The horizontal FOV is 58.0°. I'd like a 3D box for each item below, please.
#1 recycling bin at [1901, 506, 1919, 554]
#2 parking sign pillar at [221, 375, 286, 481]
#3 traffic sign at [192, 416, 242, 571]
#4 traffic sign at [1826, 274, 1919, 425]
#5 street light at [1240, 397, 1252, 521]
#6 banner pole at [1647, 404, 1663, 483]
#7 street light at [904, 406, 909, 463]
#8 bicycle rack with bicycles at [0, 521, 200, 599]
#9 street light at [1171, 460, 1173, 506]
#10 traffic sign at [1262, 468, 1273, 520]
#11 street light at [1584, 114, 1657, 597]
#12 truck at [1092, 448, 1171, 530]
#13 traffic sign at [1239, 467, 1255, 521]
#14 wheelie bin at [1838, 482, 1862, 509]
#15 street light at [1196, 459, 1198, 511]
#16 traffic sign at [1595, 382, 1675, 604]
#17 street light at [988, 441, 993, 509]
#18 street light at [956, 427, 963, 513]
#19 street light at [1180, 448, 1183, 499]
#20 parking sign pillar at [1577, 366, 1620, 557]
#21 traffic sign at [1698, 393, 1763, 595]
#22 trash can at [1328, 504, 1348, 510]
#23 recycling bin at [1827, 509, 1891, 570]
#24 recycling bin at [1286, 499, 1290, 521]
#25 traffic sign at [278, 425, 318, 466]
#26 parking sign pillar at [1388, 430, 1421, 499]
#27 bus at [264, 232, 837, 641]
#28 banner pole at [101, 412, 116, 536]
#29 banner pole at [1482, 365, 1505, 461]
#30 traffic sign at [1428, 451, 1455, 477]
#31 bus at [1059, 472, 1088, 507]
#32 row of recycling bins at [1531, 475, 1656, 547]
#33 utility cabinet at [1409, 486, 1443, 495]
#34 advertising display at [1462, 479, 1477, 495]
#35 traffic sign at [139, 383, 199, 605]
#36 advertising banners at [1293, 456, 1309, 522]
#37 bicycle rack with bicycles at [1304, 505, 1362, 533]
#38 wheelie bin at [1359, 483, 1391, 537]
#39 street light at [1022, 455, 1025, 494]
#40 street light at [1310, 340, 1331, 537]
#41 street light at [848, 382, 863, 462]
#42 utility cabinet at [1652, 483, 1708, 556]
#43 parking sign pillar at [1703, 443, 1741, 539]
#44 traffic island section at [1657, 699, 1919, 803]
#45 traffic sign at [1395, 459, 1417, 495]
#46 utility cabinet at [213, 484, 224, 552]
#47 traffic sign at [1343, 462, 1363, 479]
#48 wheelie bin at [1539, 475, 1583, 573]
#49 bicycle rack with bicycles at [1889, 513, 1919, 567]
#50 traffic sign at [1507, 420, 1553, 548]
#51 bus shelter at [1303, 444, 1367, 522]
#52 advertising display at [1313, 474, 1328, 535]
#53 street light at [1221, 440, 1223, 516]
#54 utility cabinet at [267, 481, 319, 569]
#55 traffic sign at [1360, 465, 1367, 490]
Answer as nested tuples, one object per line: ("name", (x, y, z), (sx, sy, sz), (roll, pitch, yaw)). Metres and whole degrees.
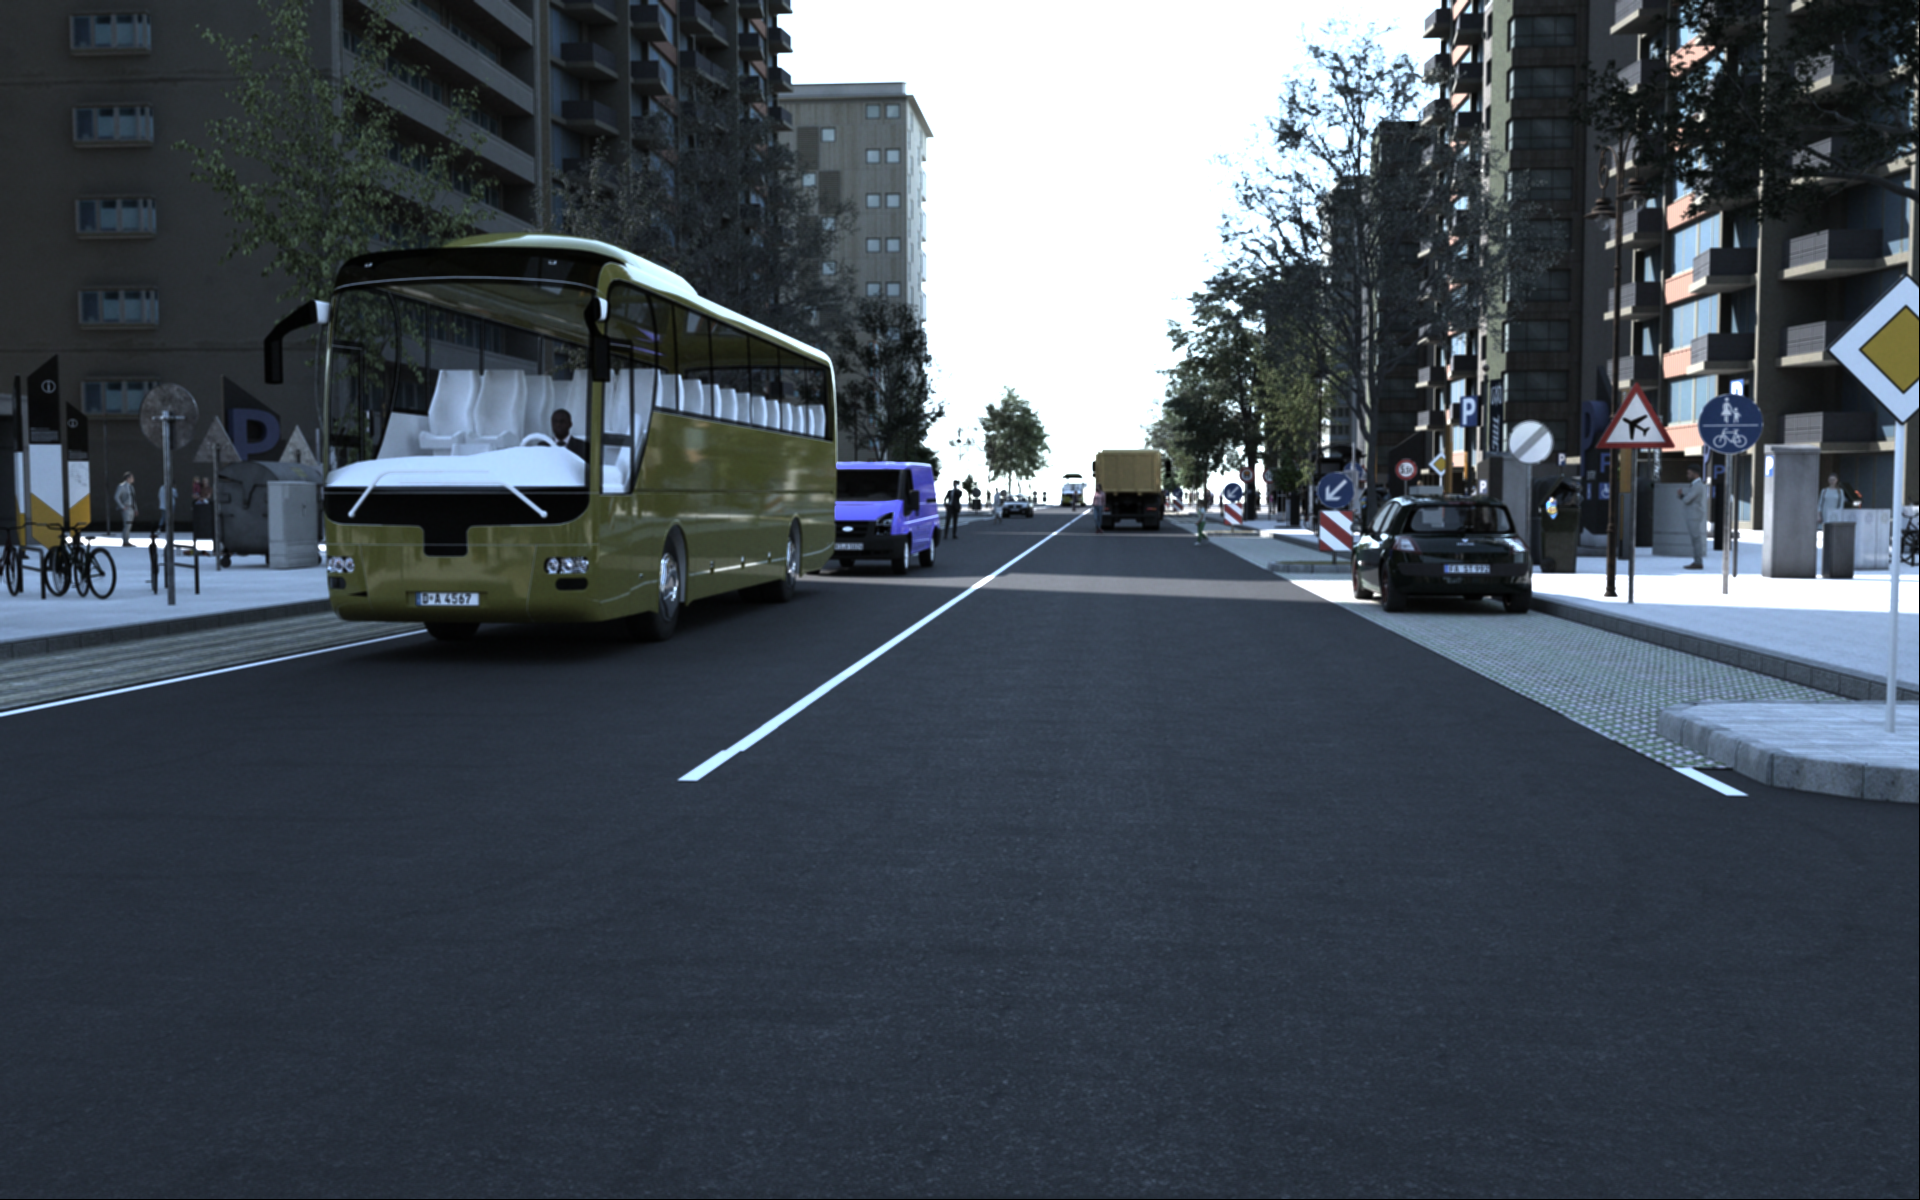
("recycling bin", (20.773, -1.512, 37.270), (0.722, 1.027, 0.722), (-1, 4, -12))
("parking sign pillar", (-16.176, -3.135, 39.736), (1.447, 3.967, 1.447), (3, 5, 45))
("traffic sign", (-12.367, -1.762, 28.813), (0.884, 2.594, 0.081), (0, 4, 8))
("traffic sign", (5.030, -0.431, 9.239), (0.795, 2.593, 0.064), (0, 4, 5))
("street light", (13.524, -6.688, 82.137), (0.468, 5.910, 1.993), (0, 4, 5))
("banner pole", (19.347, -3.565, 48.312), (0.863, 3.779, 0.401), (-3, 4, -37))
("street light", (-2.730, -7.046, 87.985), (0.468, 5.910, 1.993), (0, 4, 5))
("bicycle rack with bicycles", (-11.024, -0.537, 22.162), (2.852, 0.926, 2.925), (-2, 4, -35))
("street light", (22.299, -12.759, 181.391), (0.468, 5.910, 1.993), (0, 4, 5))
("traffic sign", (15.034, -5.136, 84.087), (0.768, 2.556, 0.104), (1, 4, 13))
("street light", (8.114, -2.975, 21.423), (0.468, 5.910, 1.993), (0, 4, 5))
("truck", (7.087, -4.670, 72.271), (3.469, 3.379, 9.791), (0, 4, 7))
("traffic sign", (13.434, -4.957, 81.152), (0.768, 2.556, 0.104), (0, 4, 6))
("wheelie bin", (23.604, -2.347, 46.282), (0.693, 1.594, 0.980), (3, 5, 45))
("street light", (17.791, -9.597, 129.694), (0.468, 5.910, 1.993), (0, 4, 5))
("traffic sign", (7.870, -1.238, 20.243), (0.884, 2.594, 0.081), (0, 4, 8))
("street light", (2.643, -10.768, 148.845), (0.468, 5.910, 1.993), (0, 4, 5))
("street light", (-0.042, -8.923, 118.686), (0.468, 5.910, 1.993), (0, 4, 5))
("street light", (20.344, -11.438, 159.799), (0.468, 5.910, 1.993), (0, 4, 5))
("parking sign pillar", (13.226, -2.895, 35.804), (1.447, 3.967, 1.447), (0, 4, 6))
("traffic sign", (9.765, -1.341, 22.026), (0.768, 2.556, 0.104), (1, 4, 14))
("trash can", (11.698, -2.570, 53.676), (0.748, 1.137, 0.748), (0, 3, 0))
("recycling bin", (15.297, -1.037, 29.508), (0.722, 1.027, 0.722), (-1, 4, -22))
("recycling bin", (15.648, -4.341, 83.522), (0.722, 1.027, 0.722), (1, 4, 11))
("traffic sign", (-12.481, -1.994, 32.604), (0.884, 2.594, 0.081), (1, 4, 15))
("parking sign pillar", (18.707, -5.167, 72.947), (1.447, 3.967, 1.447), (0, 4, 4))
("bus", (-3.698, -1.751, 20.174), (2.896, 3.916, 12.252), (0, 4, 6))
("banner pole", (-26.109, -3.851, 52.978), (0.401, 3.779, 0.863), (-2, 4, -24))
("banner pole", (10.237, -2.653, 33.400), (0.401, 3.779, 0.863), (-1, 4, -15))
("traffic sign", (14.800, -3.273, 53.244), (0.795, 2.593, 0.064), (1, 4, 11))
("bus", (13.300, -12.820, 201.148), (2.896, 3.916, 12.252), (0, 4, 7))
("row of recycling bins", (15.215, -2.144, 42.175), (3.534, 1.692, 1.069), (0, 4, -3))
("utility cabinet", (12.374, -2.286, 46.052), (1.173, 1.500, 0.318), (-3, 5, -42))
("advertising display", (22.250, -4.290, 75.348), (0.974, 1.923, 0.123), (-2, 4, -29))
("traffic sign", (-9.121, -1.214, 19.959), (0.768, 2.556, 0.104), (1, 4, 11))
("advertising banners", (16.330, -5.185, 80.960), (2.074, 3.025, 0.090), (-2, 4, -30))
("bicycle rack with bicycles", (12.910, -2.737, 58.134), (2.925, 0.926, 2.852), (2, 4, 34))
("wheelie bin", (12.006, -2.572, 49.956), (0.980, 1.594, 0.693), (-3, 4, -36))
("street light", (7.203, -13.906, 200.155), (0.468, 5.910, 1.993), (0, 4, 5))
("street light", (10.799, -4.843, 51.963), (0.468, 5.910, 1.993), (0, 4, 5))
("street light", (-4.283, -6.027, 71.325), (0.468, 5.910, 1.993), (0, 4, 5))
("utility cabinet", (14.806, -1.646, 35.598), (0.318, 1.500, 1.173), (-1, 4, -23))
("parking sign pillar", (22.039, -3.795, 50.513), (1.447, 3.967, 1.447), (1, 4, 15))
("traffic island section", (5.054, 0.793, 9.319), (2.009, 0.180, 2.903), (0, 4, 5))
("traffic sign", (16.198, -3.842, 62.926), (0.768, 2.556, 0.104), (1, 4, 13))
("utility cabinet", (-15.739, -1.799, 38.091), (1.173, 1.500, 0.318), (-3, 4, -37))
("traffic sign", (15.547, -4.188, 68.575), (0.768, 2.556, 0.104), (0, 4, 6))
("wheelie bin", (9.803, -1.246, 28.277), (0.693, 1.594, 0.980), (1, 4, 18))
("bicycle rack with bicycles", (17.562, -1.118, 31.669), (2.925, 0.926, 2.852), (0, 4, 0))
("traffic sign", (9.877, -1.833, 30.070), (0.768, 2.556, 0.104), (1, 4, 9))
("bus shelter", (15.618, -4.811, 72.587), (2.014, 3.302, 5.546), (0, 4, 5))
("advertising display", (11.584, -3.015, 54.515), (0.974, 1.923, 0.123), (3, 4, 37))
("street light", (15.017, -7.727, 99.128), (0.468, 5.910, 1.993), (0, 4, 5))
("utility cabinet", (-11.492, -1.297, 29.887), (0.318, 1.500, 1.173), (0, 4, 6))
("traffic sign", (17.820, -4.687, 76.638), (0.884, 2.594, 0.081), (1, 4, 10))
